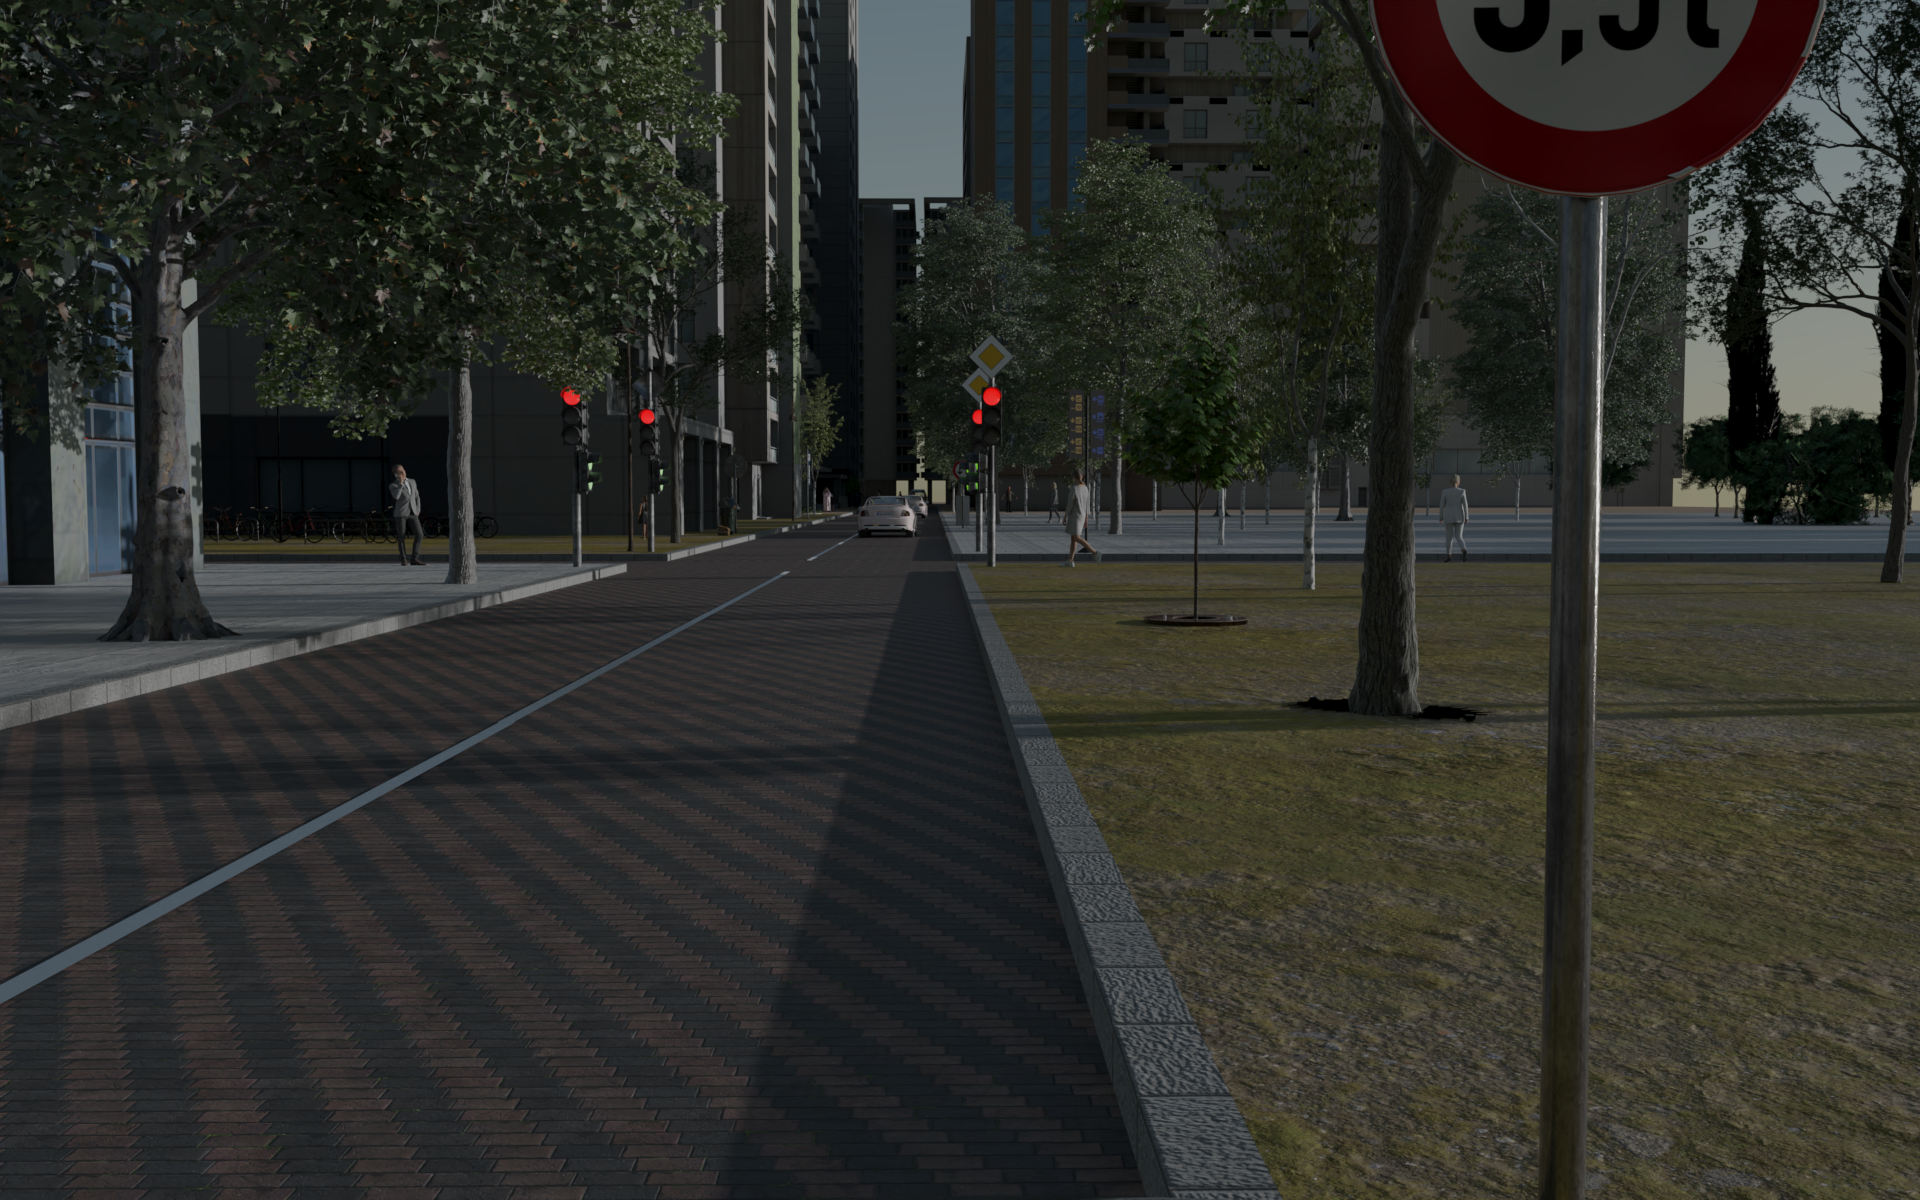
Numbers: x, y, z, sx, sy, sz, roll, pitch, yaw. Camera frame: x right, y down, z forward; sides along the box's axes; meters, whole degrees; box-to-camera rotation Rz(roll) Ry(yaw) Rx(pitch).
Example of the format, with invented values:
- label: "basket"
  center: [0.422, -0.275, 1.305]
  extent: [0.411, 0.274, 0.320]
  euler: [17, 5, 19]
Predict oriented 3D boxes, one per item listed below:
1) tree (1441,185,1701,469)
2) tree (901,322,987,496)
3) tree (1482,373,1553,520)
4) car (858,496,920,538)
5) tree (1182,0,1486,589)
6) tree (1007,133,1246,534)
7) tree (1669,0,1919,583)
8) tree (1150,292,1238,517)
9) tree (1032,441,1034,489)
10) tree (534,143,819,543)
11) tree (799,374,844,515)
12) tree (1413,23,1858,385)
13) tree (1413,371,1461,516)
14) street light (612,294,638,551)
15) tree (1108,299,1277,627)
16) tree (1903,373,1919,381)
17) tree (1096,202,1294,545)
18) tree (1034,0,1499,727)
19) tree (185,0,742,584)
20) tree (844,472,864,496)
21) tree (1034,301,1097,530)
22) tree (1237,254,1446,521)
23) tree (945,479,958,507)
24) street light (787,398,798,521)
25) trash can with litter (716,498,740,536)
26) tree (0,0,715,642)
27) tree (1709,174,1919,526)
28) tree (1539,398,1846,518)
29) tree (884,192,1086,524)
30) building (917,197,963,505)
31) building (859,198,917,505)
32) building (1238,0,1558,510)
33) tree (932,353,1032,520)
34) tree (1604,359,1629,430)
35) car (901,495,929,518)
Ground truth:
- label: "tree"
  center: [22.504, -9.651, 64.444]
  extent: [9.857, 13.997, 8.962]
  euler: [0, 3, 0]
- label: "tree"
  center: [-0.074, -11.832, 111.578]
  extent: [7.486, 12.596, 7.792]
  euler: [0, 3, 0]
- label: "tree"
  center: [27.226, -8.195, 84.347]
  extent: [4.360, 8.622, 3.978]
  euler: [0, 3, 0]
- label: "car"
  center: [-2.418, -2.813, 58.351]
  extent: [2.083, 1.381, 4.827]
  euler: [0, 4, 0]
- label: "tree"
  center: [4.853, -4.463, 23.340]
  extent: [4.737, 8.622, 4.395]
  euler: [0, 3, 0]
- label: "tree"
  center: [5.381, -8.383, 55.196]
  extent: [7.486, 12.596, 7.792]
  euler: [0, 3, 0]
- label: "tree"
  center: [13.810, -5.518, 24.636]
  extent: [7.601, 10.594, 8.767]
  euler: [2, 4, 29]
- label: "tree"
  center: [14.999, -11.090, 98.336]
  extent: [9.611, 12.733, 9.660]
  euler: [0, 3, 0]
- label: "tree"
  center: [4.209, -9.403, 104.098]
  extent: [4.360, 8.622, 3.978]
  euler: [0, 3, 0]
- label: "tree"
  center: [-7.263, -6.780, 45.261]
  extent: [8.767, 10.594, 7.601]
  euler: [2, 4, 27]
- label: "tree"
  center: [-9.011, -9.536, 106.268]
  extent: [4.737, 8.622, 4.395]
  euler: [0, 3, 0]
- label: "tree"
  center: [18.258, -11.816, 49.079]
  extent: [12.611, 20.169, 13.585]
  euler: [0, 3, 0]
- label: "tree"
  center: [27.178, -9.233, 101.329]
  extent: [4.360, 8.622, 3.978]
  euler: [0, 3, 0]
- label: "street light"
  center: [-7.375, -4.027, 38.628]
  extent: [0.468, 5.910, 1.993]
  euler: [0, 4, -1]
- label: "tree"
  center: [2.464, -1.385, 17.241]
  extent: [1.663, 3.219, 1.824]
  euler: [0, 3, 0]
- label: "tree"
  center: [43.689, -5.909, 59.523]
  extent: [20.602, 7.101, 11.467]
  euler: [0, 4, 4]
- label: "tree"
  center: [6.405, -5.671, 43.083]
  extent: [4.360, 8.622, 3.978]
  euler: [0, 3, 0]
- label: "tree"
  center: [2.671, -5.140, 9.791]
  extent: [9.928, 11.665, 9.643]
  euler: [0, 3, 0]
- label: "tree"
  center: [-6.738, -6.511, 24.578]
  extent: [7.486, 12.596, 7.792]
  euler: [0, 3, 0]
- label: "tree"
  center: [-9.063, -9.335, 147.233]
  extent: [1.663, 3.219, 1.824]
  euler: [0, 3, 0]
- label: "tree"
  center: [4.966, -6.844, 62.268]
  extent: [4.360, 8.622, 3.978]
  euler: [0, 3, 0]
- label: "tree"
  center: [18.270, -10.090, 81.980]
  extent: [9.611, 12.733, 9.660]
  euler: [0, 3, 0]
- label: "tree"
  center: [-0.658, -10.692, 169.410]
  extent: [1.663, 3.219, 1.824]
  euler: [0, 3, 0]
- label: "street light"
  center: [-8.009, -6.749, 83.127]
  extent: [0.468, 5.910, 1.993]
  euler: [0, 4, -1]
- label: "trash can with litter"
  center: [-7.223, -2.595, 53.813]
  extent: [0.624, 1.170, 1.055]
  euler: [0, 4, 1]
- label: "tree"
  center: [-6.954, -5.998, 15.075]
  extent: [9.611, 12.733, 9.660]
  euler: [0, 3, 0]
- label: "tree"
  center: [40.986, -10.608, 75.258]
  extent: [18.604, 14.587, 13.155]
  euler: [-1, 4, -13]
- label: "tree"
  center: [39.793, -8.312, 98.801]
  extent: [11.467, 7.101, 20.602]
  euler: [-2, 4, -32]
- label: "tree"
  center: [1.463, -10.202, 73.456]
  extent: [9.857, 13.997, 8.962]
  euler: [0, 3, 0]
- label: "building"
  center: [7.157, -31.934, 213.994]
  extent: [23.993, 40.220, 32.217]
  euler: [0, 4, -1]
- label: "building"
  center: [-16.985, -31.963, 214.477]
  extent: [23.993, 40.220, 32.217]
  euler: [0, 4, -1]
- label: "building"
  center: [44.778, -35.804, 174.633]
  extent: [27.495, 52.752, 28.713]
  euler: [0, 4, -1]
- label: "tree"
  center: [0.824, -8.716, 92.874]
  extent: [4.360, 8.622, 3.978]
  euler: [0, 3, 0]
- label: "tree"
  center: [27.492, -7.651, 75.451]
  extent: [4.737, 8.622, 4.395]
  euler: [0, 3, 0]
- label: "car"
  center: [-2.911, -5.546, 103.042]
  extent: [2.083, 1.381, 4.827]
  euler: [0, 4, 0]
